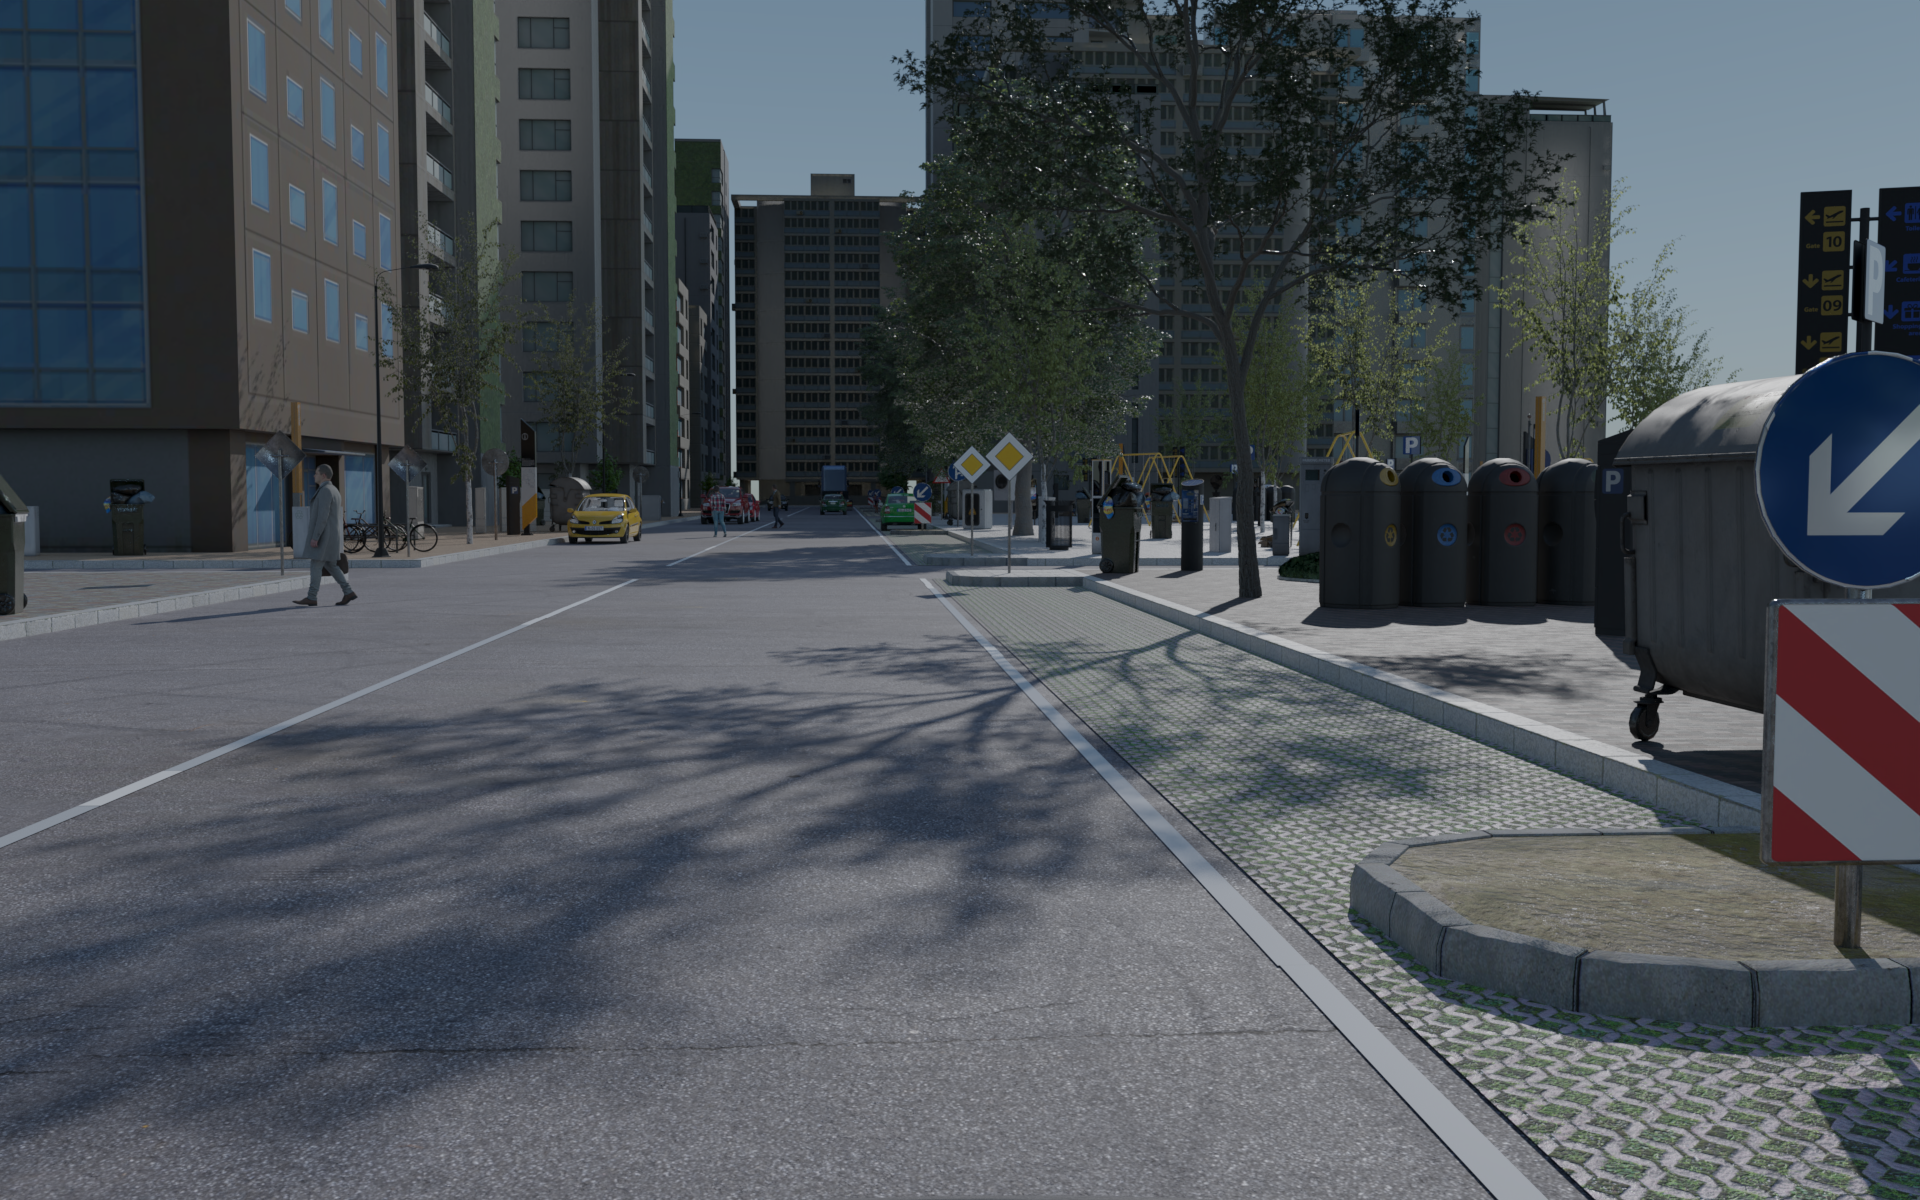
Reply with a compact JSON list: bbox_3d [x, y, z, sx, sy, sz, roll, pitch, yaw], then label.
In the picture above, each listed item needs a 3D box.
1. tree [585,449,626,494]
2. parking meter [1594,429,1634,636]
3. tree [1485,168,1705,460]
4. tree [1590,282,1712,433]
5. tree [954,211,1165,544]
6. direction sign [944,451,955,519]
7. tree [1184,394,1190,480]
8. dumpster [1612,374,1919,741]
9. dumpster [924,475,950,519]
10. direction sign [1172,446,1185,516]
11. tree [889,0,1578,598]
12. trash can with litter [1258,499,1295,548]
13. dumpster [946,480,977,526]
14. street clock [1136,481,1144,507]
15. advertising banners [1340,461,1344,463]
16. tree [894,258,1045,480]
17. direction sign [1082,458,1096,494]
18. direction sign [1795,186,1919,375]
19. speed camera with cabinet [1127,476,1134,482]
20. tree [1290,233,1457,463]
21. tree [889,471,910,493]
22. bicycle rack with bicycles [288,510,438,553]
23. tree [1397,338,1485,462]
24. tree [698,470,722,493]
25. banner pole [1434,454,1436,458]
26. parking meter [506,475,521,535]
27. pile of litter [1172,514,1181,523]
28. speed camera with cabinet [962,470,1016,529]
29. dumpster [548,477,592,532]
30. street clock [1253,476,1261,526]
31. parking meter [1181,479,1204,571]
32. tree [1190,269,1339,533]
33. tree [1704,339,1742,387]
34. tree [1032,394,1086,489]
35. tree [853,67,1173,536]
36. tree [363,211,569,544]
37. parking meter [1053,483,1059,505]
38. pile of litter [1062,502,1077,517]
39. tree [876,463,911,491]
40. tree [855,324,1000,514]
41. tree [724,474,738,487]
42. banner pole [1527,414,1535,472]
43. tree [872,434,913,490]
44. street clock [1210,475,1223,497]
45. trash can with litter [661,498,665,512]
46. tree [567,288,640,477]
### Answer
[{"bbox_3d":[-15.076,-4.822,73.445,1.663,3.219,1.824,0,3,0],"label":"tree"},{"bbox_3d":[5.998,-0.614,15.754,0.255,1.863,0.399,-2,4,-31],"label":"parking meter"},{"bbox_3d":[14.308,-5.483,40.003,4.360,8.622,3.978,0,3,0],"label":"tree"},{"bbox_3d":[24.110,-6.772,61.084,4.737,8.622,4.395,0,3,0],"label":"tree"},{"bbox_3d":[2.079,-5.740,44.208,4.737,8.622,4.395,0,3,0],"label":"tree"},{"bbox_3d":[-0.551,-6.019,90.403,0.379,3.537,0.876,-3,5,-41],"label":"direction sign"},{"bbox_3d":[15.175,-8.701,92.623,4.737,8.622,4.395,0,3,0],"label":"tree"},{"bbox_3d":[4.111,-0.155,8.288,1.264,1.857,1.865,0,4,-4],"label":"dumpster"},{"bbox_3d":[-1.262,-5.278,88.790,1.502,2.255,1.985,0,4,-4],"label":"dumpster"},{"bbox_3d":[10.421,-5.540,82.578,0.379,3.537,0.876,-2,4,-33],"label":"direction sign"},{"bbox_3d":[3.565,-5.333,21.607,8.767,10.594,7.601,-1,4,-13],"label":"tree"},{"bbox_3d":[7.525,-1.837,41.427,0.624,1.170,1.055,-2,4,-30],"label":"trash can with litter"},{"bbox_3d":[0.098,-3.982,70.860,1.264,1.857,1.865,0,4,-4],"label":"dumpster"},{"bbox_3d":[9.821,-5.504,94.563,0.358,2.002,0.471,-2,4,-31],"label":"street clock"},{"bbox_3d":[20.375,-5.772,90.568,0.090,3.025,2.074,-1,4,-18],"label":"advertising banners"},{"bbox_3d":[0.661,-9.768,77.832,7.486,12.596,7.792,0,3,0],"label":"tree"},{"bbox_3d":[8.027,-7.068,107.565,0.876,3.537,0.379,1,4,18],"label":"direction sign"},{"bbox_3d":[6.715,-1.281,12.949,0.876,3.537,0.379,1,4,18],"label":"direction sign"},{"bbox_3d":[7.970,-5.788,88.965,2.038,3.252,0.660,-2,4,-33],"label":"speed camera with cabinet"},{"bbox_3d":[11.361,-6.001,48.477,4.360,8.622,3.978,0,3,0],"label":"tree"},{"bbox_3d":[-4.987,-9.298,146.624,1.663,3.219,1.824,0,3,0],"label":"tree"},{"bbox_3d":[-13.029,-1.525,38.311,2.925,0.926,2.852,0,4,-4],"label":"bicycle rack with bicycles"},{"bbox_3d":[22.936,-8.078,82.432,4.737,8.622,4.395,0,3,0],"label":"tree"},{"bbox_3d":[-19.604,-8.577,134.839,1.663,3.219,1.824,0,3,0],"label":"tree"},{"bbox_3d":[29.473,-7.242,108.423,0.863,3.779,0.401,2,4,26],"label":"banner pole"},{"bbox_3d":[-13.991,-2.970,54.275,0.399,1.863,0.255,-3,4,-37],"label":"parking meter"},{"bbox_3d":[9.541,-3.929,78.211,1.719,0.858,1.176,0,4,1],"label":"pile of litter"},{"bbox_3d":[1.071,-4.208,63.141,2.038,3.252,0.660,2,4,34],"label":"speed camera with cabinet"},{"bbox_3d":[-13.339,-3.268,59.188,1.264,1.857,1.865,0,4,-4],"label":"dumpster"},{"bbox_3d":[12.001,-3.951,69.168,0.358,2.002,0.471,0,4,-2],"label":"street clock"},{"bbox_3d":[3.901,-1.265,29.089,0.372,1.533,0.369,0,3,0],"label":"parking meter"},{"bbox_3d":[10.325,-6.552,57.483,4.737,8.622,4.395,0,3,0],"label":"tree"},{"bbox_3d":[27.484,-7.123,66.825,4.360,8.622,3.978,0,3,0],"label":"tree"},{"bbox_3d":[4.489,-8.568,90.448,4.360,8.622,3.978,0,3,0],"label":"tree"},{"bbox_3d":[2.061,-8.973,53.364,9.857,13.997,8.962,0,3,0],"label":"tree"},{"bbox_3d":[-12.824,-5.740,44.206,4.360,8.622,3.978,0,3,0],"label":"tree"},{"bbox_3d":[5.148,-5.353,93.239,0.255,1.863,0.399,-1,4,-8],"label":"parking meter"},{"bbox_3d":[6.233,-5.243,99.681,1.176,0.858,1.719,1,4,18],"label":"pile of litter"},{"bbox_3d":[-6.082,-10.739,159.302,4.285,4.588,4.351,0,3,0],"label":"tree"},{"bbox_3d":[-1.649,-12.348,112.254,12.009,13.543,11.850,0,3,0],"label":"tree"},{"bbox_3d":[-21.728,-10.306,163.111,1.663,3.219,1.824,0,3,0],"label":"tree"},{"bbox_3d":[18.000,-3.931,54.291,0.401,3.779,0.863,-2,4,-31],"label":"banner pole"},{"bbox_3d":[-5.615,-12.356,152.384,4.737,8.622,4.395,0,3,0],"label":"tree"},{"bbox_3d":[9.653,-3.713,65.280,0.471,2.002,0.358,0,4,7],"label":"street clock"},{"bbox_3d":[-15.021,-4.547,85.732,0.624,1.170,1.055,0,4,2],"label":"trash can with litter"},{"bbox_3d":[-14.048,-6.886,62.945,4.360,8.622,3.978,0,3,0],"label":"tree"}]
